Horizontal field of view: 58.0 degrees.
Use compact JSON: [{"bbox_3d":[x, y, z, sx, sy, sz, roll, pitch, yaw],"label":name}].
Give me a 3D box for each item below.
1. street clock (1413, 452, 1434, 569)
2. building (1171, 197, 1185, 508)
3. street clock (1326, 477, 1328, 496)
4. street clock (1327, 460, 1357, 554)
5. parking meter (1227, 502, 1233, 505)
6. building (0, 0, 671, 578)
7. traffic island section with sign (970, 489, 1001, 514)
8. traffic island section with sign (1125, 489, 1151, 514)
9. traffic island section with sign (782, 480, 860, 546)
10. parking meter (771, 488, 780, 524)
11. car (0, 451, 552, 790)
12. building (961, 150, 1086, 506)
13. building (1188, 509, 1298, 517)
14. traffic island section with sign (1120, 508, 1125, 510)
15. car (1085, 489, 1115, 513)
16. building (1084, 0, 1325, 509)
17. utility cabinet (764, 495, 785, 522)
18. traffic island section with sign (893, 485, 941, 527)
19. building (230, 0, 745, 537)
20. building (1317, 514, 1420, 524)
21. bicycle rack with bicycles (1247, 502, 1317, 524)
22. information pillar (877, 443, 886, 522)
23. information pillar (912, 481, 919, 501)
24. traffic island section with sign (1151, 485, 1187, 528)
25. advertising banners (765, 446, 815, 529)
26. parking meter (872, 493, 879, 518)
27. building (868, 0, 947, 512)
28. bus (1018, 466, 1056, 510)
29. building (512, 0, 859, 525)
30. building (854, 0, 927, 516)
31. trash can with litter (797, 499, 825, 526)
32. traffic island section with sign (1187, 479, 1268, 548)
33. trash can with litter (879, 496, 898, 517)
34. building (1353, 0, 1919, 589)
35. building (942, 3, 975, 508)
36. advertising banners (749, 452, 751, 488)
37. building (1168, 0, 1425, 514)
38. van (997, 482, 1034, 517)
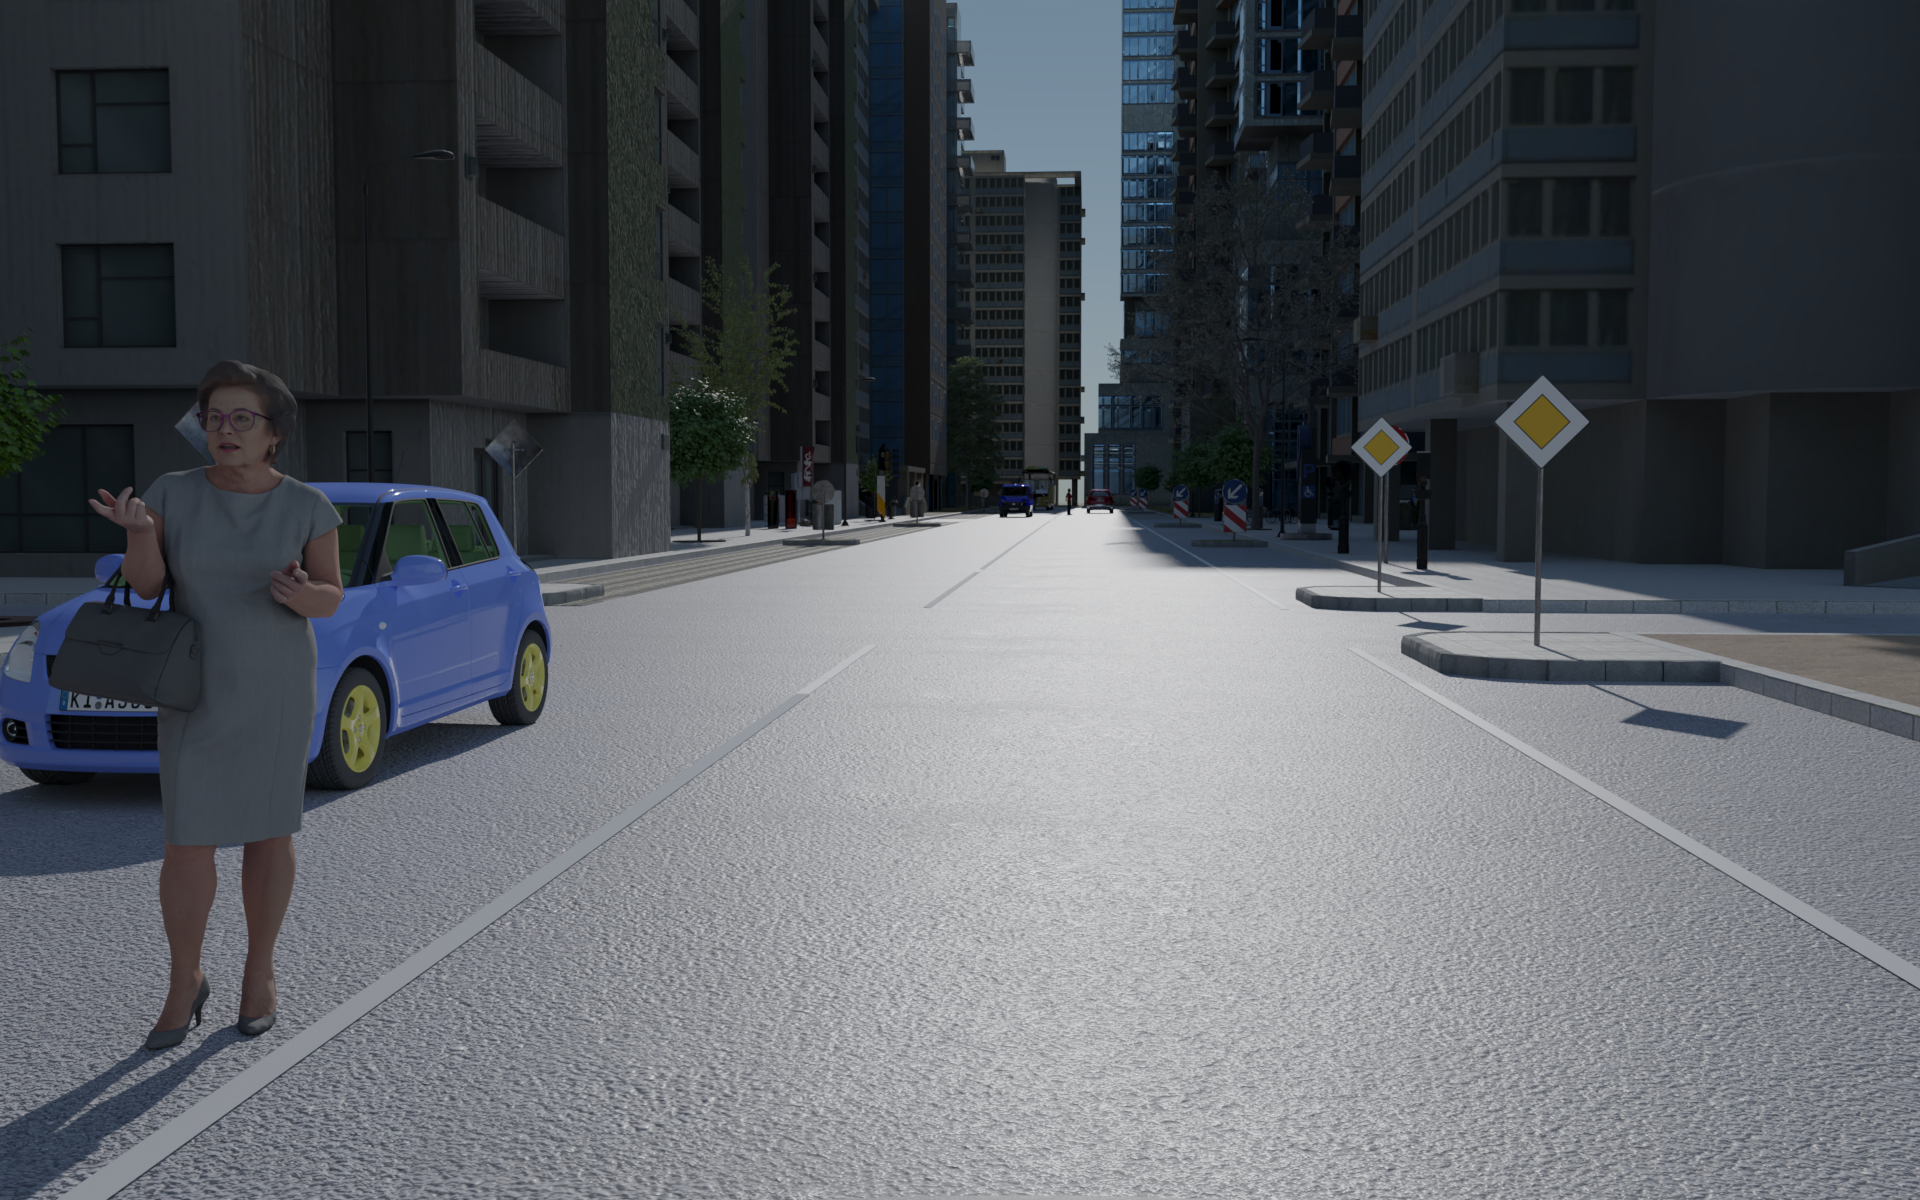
[{"bbox_3d":[7.887,-1.525,29.510,0.358,2.002,0.471,1,4,15],"label":"street clock"},{"bbox_3d":[27.091,-24.024,164.497,14.160,30.474,14.107,0,4,4],"label":"building"},{"bbox_3d":[15.190,-4.062,70.990,0.358,2.002,0.471,0,4,-7],"label":"street clock"},{"bbox_3d":[8.251,-1.997,37.215,0.471,2.002,0.358,3,4,38],"label":"street clock"},{"bbox_3d":[10.220,-3.473,65.200,0.372,1.533,0.369,0,3,0],"label":"parking meter"},{"bbox_3d":[-14.002,-15.899,31.654,14.160,30.474,14.107,0,4,4],"label":"building"},{"bbox_3d":[1.798,-7.116,124.969,1.989,1.847,2.006,0,4,4],"label":"traffic island section with sign"},{"bbox_3d":[13.099,-7.127,125.154,1.989,1.847,2.006,0,4,4],"label":"traffic island section with sign"},{"bbox_3d":[-3.854,-2.452,48.717,1.989,1.847,2.006,0,4,4],"label":"traffic island section with sign"},{"bbox_3d":[-7.937,-4.033,74.344,0.372,1.533,0.369,0,3,0],"label":"parking meter"},{"bbox_3d":[-3.608,0.001,9.569,1.945,1.707,3.694,0,4,6],"label":"car"},{"bbox_3d":[2.296,-30.979,198.385,23.993,40.220,32.217,0,4,4],"label":"building"},{"bbox_3d":[26.497,-48.800,110.549,22.319,86.520,31.000,0,4,4],"label":"building"},{"bbox_3d":[15.138,-8.798,152.467,1.989,1.847,2.006,0,4,4],"label":"traffic island section with sign"},{"bbox_3d":[10.472,-7.391,129.515,2.281,1.827,5.304,0,4,4],"label":"car"},{"bbox_3d":[29.356,-53.664,190.076,31.000,86.520,22.319,0,4,4],"label":"building"},{"bbox_3d":[-8.444,-4.158,79.146,1.020,1.237,0.306,-1,4,-14],"label":"utility cabinet"},{"bbox_3d":[-1.848,-4.110,75.821,1.989,1.847,2.006,0,4,4],"label":"traffic island section with sign"},{"bbox_3d":[-16.033,-17.805,62.812,14.160,30.474,14.107,0,4,4],"label":"building"},{"bbox_3d":[27.717,-26.094,81.263,22.147,44.769,28.867,0,4,4],"label":"building"},{"bbox_3d":[14.345,-3.806,75.611,2.852,0.926,2.925,-3,4,-38],"label":"bicycle rack with bicycles"},{"bbox_3d":[-3.576,-5.343,78.716,0.183,3.616,0.504,2,4,34],"label":"information pillar"},{"bbox_3d":[-2.412,-5.532,94.939,0.304,2.012,0.304,-2,4,-23],"label":"information pillar"},{"bbox_3d":[9.365,-4.037,74.637,1.989,1.847,2.006,0,4,4],"label":"traffic island section with sign"},{"bbox_3d":[-6.277,-4.146,63.973,2.074,3.025,0.090,1,4,23],"label":"advertising banners"},{"bbox_3d":[-4.613,-5.425,94.415,0.255,1.863,0.399,1,4,16],"label":"parking meter"},{"bbox_3d":[-8.468,-29.320,129.485,14.600,45.320,14.200,0,4,4],"label":"building"},{"bbox_3d":[7.009,-9.962,154.424,2.896,3.916,12.252,0,4,6],"label":"bus"},{"bbox_3d":[-13.028,-19.291,87.116,14.160,30.474,14.107,0,4,4],"label":"building"},{"bbox_3d":[-18.815,-25.652,111.293,32.217,40.220,23.993,0,4,4],"label":"building"},{"bbox_3d":[-5.936,-3.535,69.181,1.055,1.170,0.624,-3,4,-38],"label":"trash can with litter"},{"bbox_3d":[7.344,-2.371,47.390,1.989,1.847,2.006,0,4,4],"label":"traffic island section with sign"},{"bbox_3d":[-4.005,-5.154,95.659,1.055,1.170,0.624,-2,4,-26],"label":"trash can with litter"},{"bbox_3d":[21.814,-21.060,36.211,23.993,40.220,32.217,0,4,4],"label":"building"},{"bbox_3d":[-14.146,-33.165,161.849,30.456,49.044,23.786,0,4,4],"label":"building"},{"bbox_3d":[-8.968,-4.635,71.967,0.090,3.025,2.074,1,4,10],"label":"advertising banners"},{"bbox_3d":[28.639,-29.836,142.440,22.147,44.769,28.867,0,4,4],"label":"building"},{"bbox_3d":[3.533,-6.352,108.246,2.240,2.365,5.245,0,4,6],"label":"van"}]
